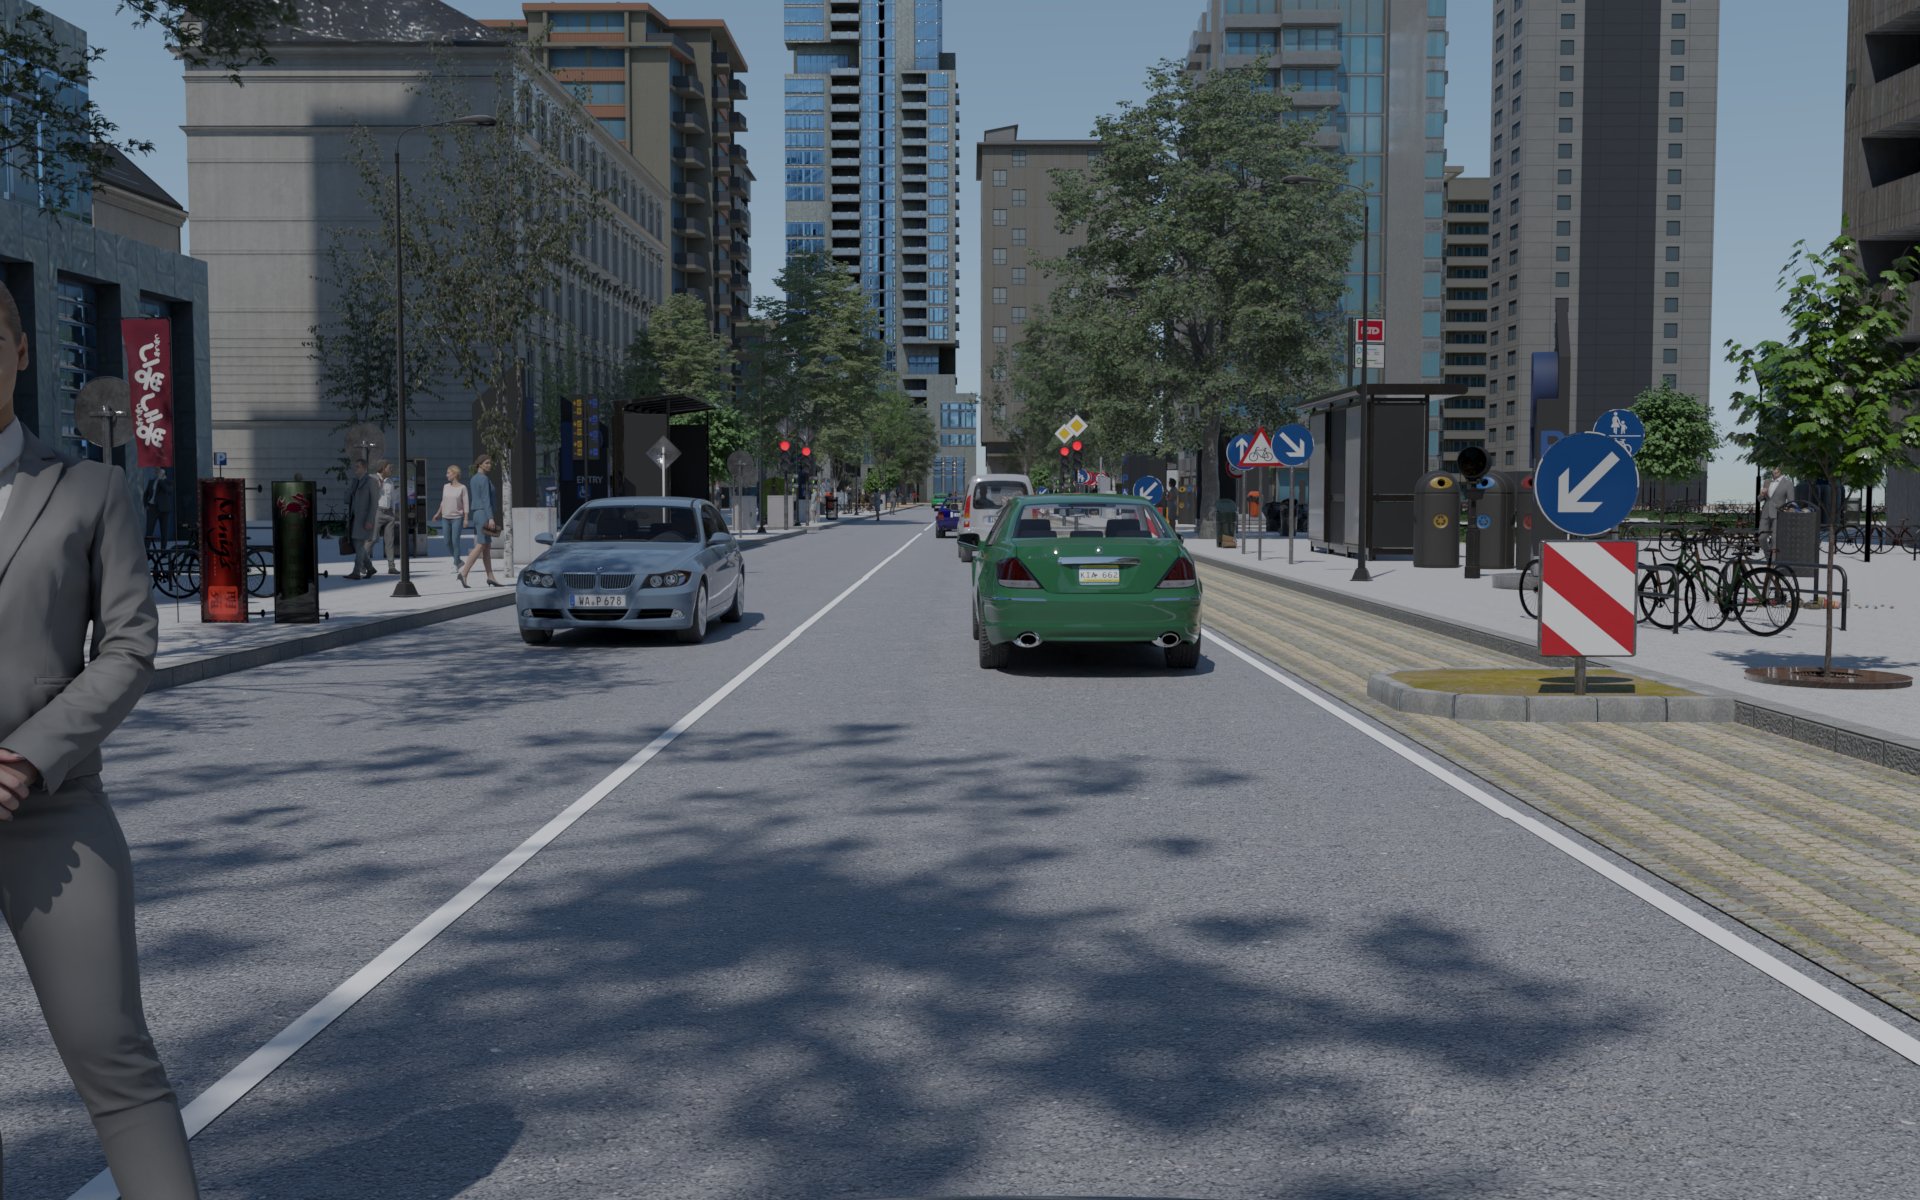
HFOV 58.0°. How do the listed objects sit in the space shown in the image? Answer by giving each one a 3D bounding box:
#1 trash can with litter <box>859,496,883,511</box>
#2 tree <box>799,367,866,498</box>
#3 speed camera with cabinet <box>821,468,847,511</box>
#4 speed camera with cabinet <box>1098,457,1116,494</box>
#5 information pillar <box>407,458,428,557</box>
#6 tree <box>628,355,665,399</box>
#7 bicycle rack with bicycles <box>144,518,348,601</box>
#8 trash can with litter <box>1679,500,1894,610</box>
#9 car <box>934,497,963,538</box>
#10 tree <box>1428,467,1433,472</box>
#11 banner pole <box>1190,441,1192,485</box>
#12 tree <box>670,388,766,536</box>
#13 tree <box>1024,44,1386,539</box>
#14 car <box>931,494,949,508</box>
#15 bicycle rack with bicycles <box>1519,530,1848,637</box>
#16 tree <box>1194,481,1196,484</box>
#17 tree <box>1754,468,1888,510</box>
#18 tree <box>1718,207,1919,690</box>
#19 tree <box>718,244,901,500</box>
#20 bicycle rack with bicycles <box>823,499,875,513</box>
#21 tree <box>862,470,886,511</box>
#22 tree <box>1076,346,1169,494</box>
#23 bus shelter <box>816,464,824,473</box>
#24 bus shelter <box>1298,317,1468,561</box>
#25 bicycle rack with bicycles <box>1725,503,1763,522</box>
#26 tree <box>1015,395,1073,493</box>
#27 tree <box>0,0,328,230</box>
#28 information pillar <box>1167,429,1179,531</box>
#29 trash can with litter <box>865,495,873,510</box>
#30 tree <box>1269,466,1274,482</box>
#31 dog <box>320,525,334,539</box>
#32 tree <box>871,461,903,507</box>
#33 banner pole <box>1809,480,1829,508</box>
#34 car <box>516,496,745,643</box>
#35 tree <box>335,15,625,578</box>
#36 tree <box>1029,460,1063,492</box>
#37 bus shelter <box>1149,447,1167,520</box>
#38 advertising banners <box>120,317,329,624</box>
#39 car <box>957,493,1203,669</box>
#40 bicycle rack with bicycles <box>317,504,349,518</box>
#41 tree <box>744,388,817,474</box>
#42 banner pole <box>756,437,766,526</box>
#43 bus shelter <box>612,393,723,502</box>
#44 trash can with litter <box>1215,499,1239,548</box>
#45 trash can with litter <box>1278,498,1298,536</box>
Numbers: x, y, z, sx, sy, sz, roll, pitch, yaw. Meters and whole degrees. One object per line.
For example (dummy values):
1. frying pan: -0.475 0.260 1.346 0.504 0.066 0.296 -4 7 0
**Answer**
1. trash can with litter: -7.152 -7.546 134.434 2.233 1.210 1.678 0 4 3
2. tree: -7.217 -9.143 99.858 4.360 8.622 3.978 0 3 0
3. speed camera with cabinet: -9.779 -8.556 134.233 2.038 3.252 0.660 -1 4 -22
4. speed camera with cabinet: 7.781 -5.949 91.607 0.660 3.252 2.038 0 4 -8
5. information pillar: -11.198 -1.908 35.694 0.304 2.012 0.304 2 4 33
6. tree: -17.261 -8.594 90.881 4.737 8.622 4.395 0 3 0
7. bicycle rack with bicycles: -9.670 -0.510 21.721 2.925 0.926 2.852 1 4 14
8. trash can with litter: 9.412 -0.549 20.037 1.678 1.210 2.233 -2 4 -27
9. car: 0.092 -2.740 57.386 1.945 1.354 3.894 0 4 1
10. tree: 28.732 -6.904 107.479 1.663 3.219 1.824 0 3 0
11. banner pole: 10.661 -5.494 79.843 0.401 3.779 0.863 1 4 13
12. tree: -7.750 -4.277 53.635 4.285 4.588 4.351 0 3 0
13. tree: 7.006 -8.706 48.995 9.857 13.997 8.962 0 3 0
14. car: -1.968 -10.262 176.573 1.959 1.807 4.718 0 4 2
15. bicycle rack with bicycles: 7.147 -0.204 16.713 2.852 0.926 2.925 -1 4 -11
16. tree: 19.219 -8.651 136.042 1.663 3.219 1.824 0 3 0
17. tree: 62.630 -9.857 124.066 11.467 7.101 20.602 0 4 1
18. tree: 6.071 -1.049 11.751 1.663 3.219 1.824 0 3 0
19. tree: -6.376 -9.853 79.230 7.486 12.596 7.792 0 3 0
20. bicycle rack with bicycles: -7.242 -6.307 116.505 2.925 0.926 2.852 1 4 14
21. tree: -6.996 -8.712 137.039 1.663 3.219 1.824 0 3 0
22. tree: 7.281 -7.900 79.523 4.737 8.622 4.395 0 3 0
23. bus shelter: -9.787 -7.060 109.349 2.014 3.302 5.546 0 4 0
24. bus shelter: 8.611 -3.637 37.100 2.179 5.291 8.768 0 4 1
25. bicycle rack with bicycles: 33.187 -3.556 71.530 2.925 0.926 2.852 1 4 11
26. tree: 7.107 -10.795 126.862 4.360 8.622 3.978 0 3 0
27. tree: -7.184 -4.619 9.938 8.767 10.594 7.601 3 5 42
28. information pillar: 7.440 -4.241 60.689 0.183 3.616 0.504 -3 5 -40
29. trash can with litter: -7.405 -8.123 144.202 0.624 1.170 1.055 2 4 29
30. tree: 19.961 -8.306 119.511 4.285 4.588 4.351 0 3 0
31. dog: -17.931 -1.925 49.207 0.550 0.427 0.748 1 4 16
32. tree: -7.276 -11.367 169.556 4.285 4.588 4.351 0 3 0
33. banner pole: 28.581 -4.141 57.726 0.863 3.779 0.401 0 4 -3
34. car: -3.324 -0.377 18.161 2.014 1.417 4.499 0 4 0
35. tree: -7.134 -4.638 26.200 4.360 8.622 3.978 0 3 0
36. tree: 7.164 -9.511 139.215 4.285 4.588 4.351 0 3 0
37. bus shelter: 9.441 -5.856 87.034 1.731 3.624 6.357 0 4 0
38. advertising banners: -7.286 -1.281 17.139 2.074 3.025 0.090 0 4 6
39. car: 1.044 -0.236 15.661 2.131 1.459 4.920 0 4 -1
40. bicycle rack with bicycles: -21.314 -2.924 61.193 2.852 0.926 2.925 1 4 19
41. tree: -12.551 -10.093 115.390 4.737 8.622 4.395 0 3 0
42. banner pole: -8.124 -4.881 69.818 0.401 3.779 0.863 1 4 14
43. bus shelter: -7.244 -3.189 43.431 1.731 3.624 6.357 0 4 1
44. trash can with litter: 6.420 -1.825 41.220 0.624 1.170 1.055 0 4 -2
45. trash can with litter: 9.952 -2.542 52.953 0.624 1.170 1.055 0 4 -4
